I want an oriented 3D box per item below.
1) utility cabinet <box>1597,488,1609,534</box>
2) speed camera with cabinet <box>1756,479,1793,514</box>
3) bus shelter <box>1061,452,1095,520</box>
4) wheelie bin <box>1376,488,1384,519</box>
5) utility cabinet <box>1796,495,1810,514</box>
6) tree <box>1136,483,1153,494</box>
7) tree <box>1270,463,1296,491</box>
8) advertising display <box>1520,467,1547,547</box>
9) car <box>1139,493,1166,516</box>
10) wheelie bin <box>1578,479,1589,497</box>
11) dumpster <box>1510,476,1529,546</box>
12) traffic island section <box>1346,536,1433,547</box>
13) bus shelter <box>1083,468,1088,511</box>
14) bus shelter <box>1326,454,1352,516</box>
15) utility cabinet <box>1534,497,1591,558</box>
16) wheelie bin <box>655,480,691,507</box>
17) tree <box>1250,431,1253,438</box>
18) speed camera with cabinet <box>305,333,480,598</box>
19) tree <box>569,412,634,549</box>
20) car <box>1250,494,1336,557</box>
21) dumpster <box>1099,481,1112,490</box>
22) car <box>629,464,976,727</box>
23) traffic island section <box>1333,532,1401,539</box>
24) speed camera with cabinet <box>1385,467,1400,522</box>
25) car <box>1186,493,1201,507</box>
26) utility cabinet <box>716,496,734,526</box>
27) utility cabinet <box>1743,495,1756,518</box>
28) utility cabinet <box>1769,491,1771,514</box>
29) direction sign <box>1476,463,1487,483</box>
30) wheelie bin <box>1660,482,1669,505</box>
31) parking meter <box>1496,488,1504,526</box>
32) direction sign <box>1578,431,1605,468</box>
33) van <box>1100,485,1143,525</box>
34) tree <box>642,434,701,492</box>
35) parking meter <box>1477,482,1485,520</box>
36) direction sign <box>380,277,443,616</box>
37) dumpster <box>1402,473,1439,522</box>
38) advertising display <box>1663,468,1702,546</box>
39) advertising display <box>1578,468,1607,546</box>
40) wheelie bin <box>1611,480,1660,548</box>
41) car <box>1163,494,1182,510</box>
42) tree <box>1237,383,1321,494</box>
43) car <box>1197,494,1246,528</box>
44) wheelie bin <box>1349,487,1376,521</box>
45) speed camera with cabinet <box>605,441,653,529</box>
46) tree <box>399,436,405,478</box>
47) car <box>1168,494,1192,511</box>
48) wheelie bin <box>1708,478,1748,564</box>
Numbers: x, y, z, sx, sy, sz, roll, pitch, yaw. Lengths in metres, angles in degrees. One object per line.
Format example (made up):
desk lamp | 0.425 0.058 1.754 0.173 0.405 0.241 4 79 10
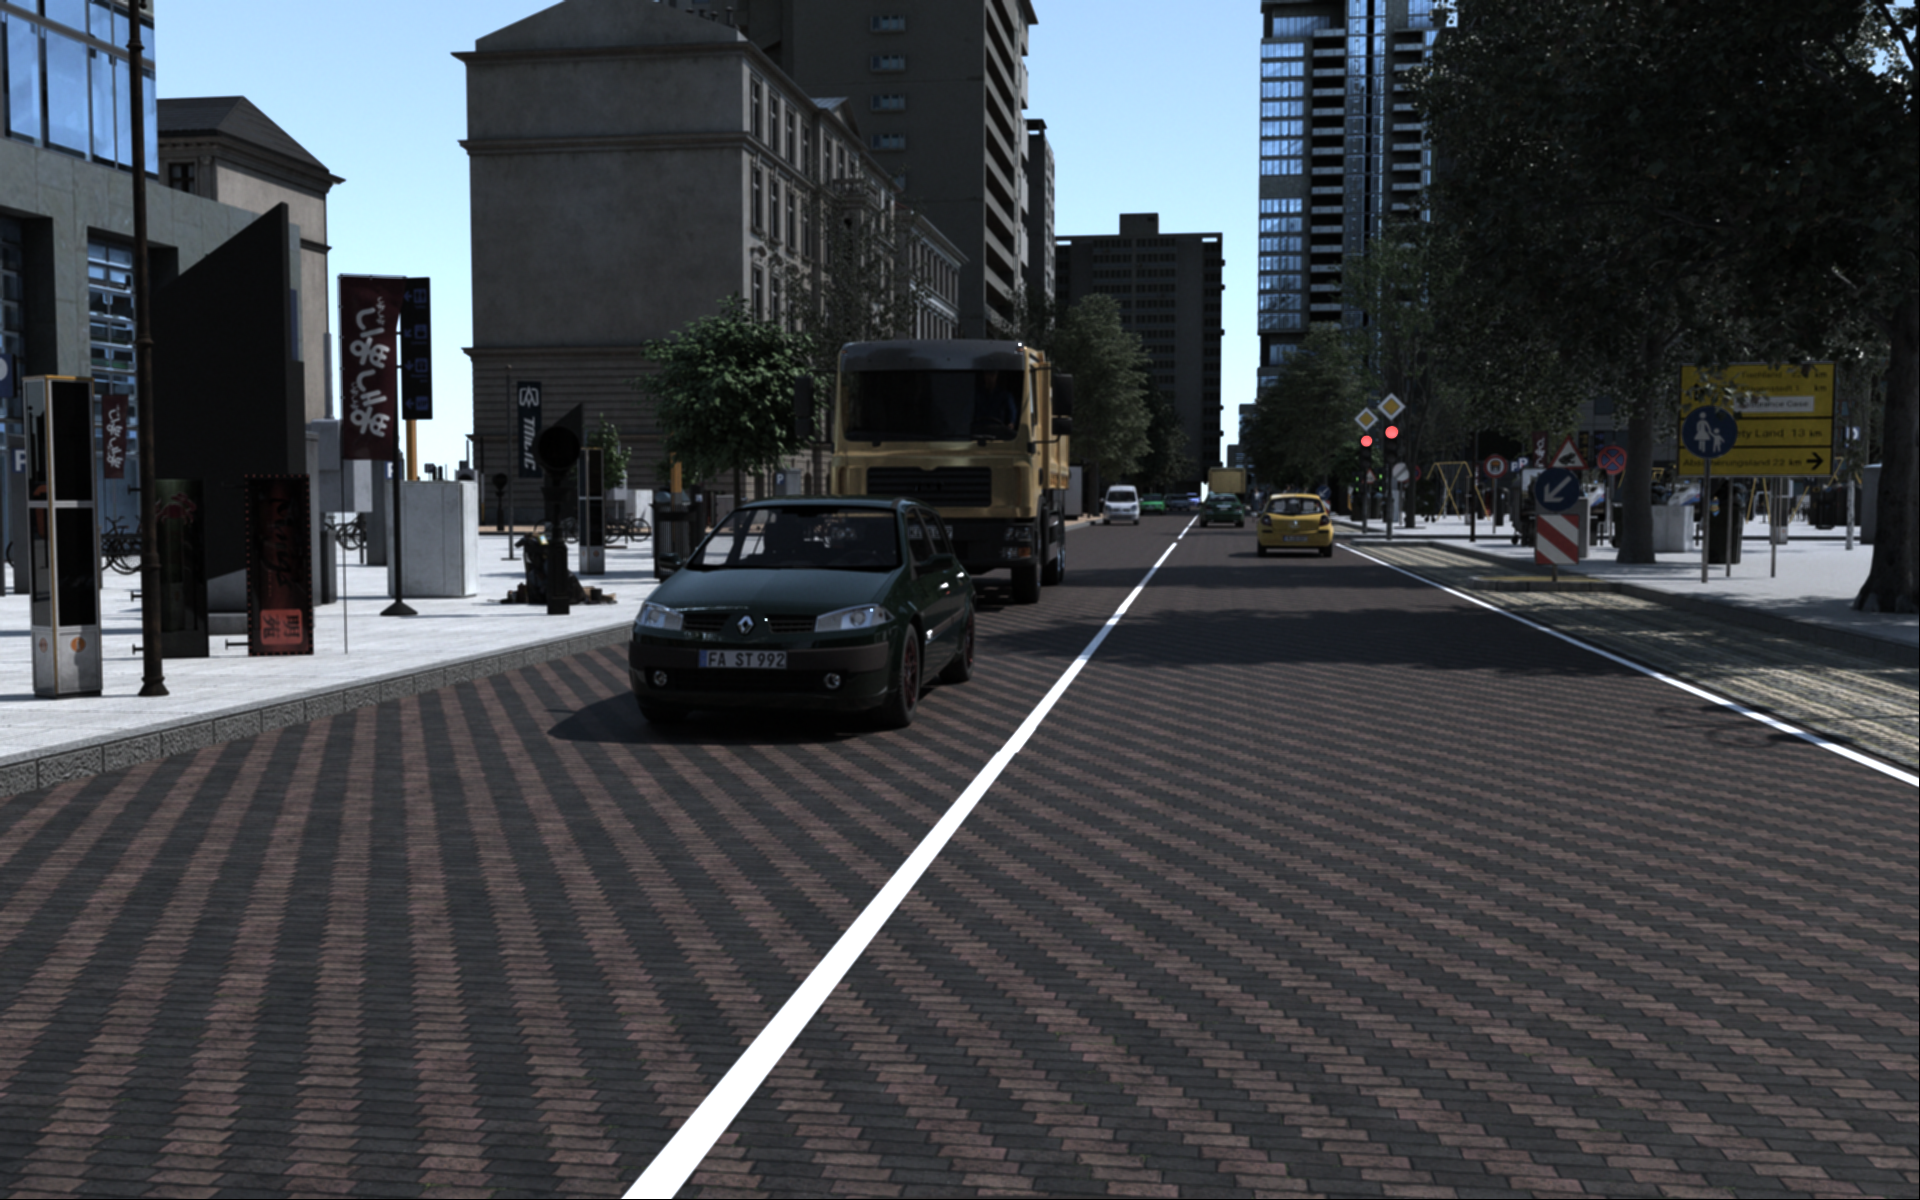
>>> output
utility cabinet | 20.098 -2.849 55.260 1.173 1.500 0.318 -1 4 -14
speed camera with cabinet | 51.470 -7.039 109.418 0.660 3.252 2.038 -3 5 -44
bus shelter | 5.553 -5.669 86.613 2.014 3.302 5.546 1 4 8
wheelie bin | 20.943 -4.868 87.505 0.980 1.594 0.693 3 5 41
utility cabinet | 55.287 -6.264 113.576 1.020 1.237 0.306 -2 4 -27
tree | 20.695 -14.532 187.964 4.360 8.622 3.978 0 3 0
tree | 31.165 -10.823 160.667 4.285 4.588 4.351 0 3 0
advertising display | 13.849 -2.228 41.647 0.123 1.923 0.974 -2 4 -24
car | 12.918 -6.593 116.590 1.959 1.807 4.718 1 4 9
wheelie bin | 13.098 -1.800 37.339 0.980 1.594 0.693 0 4 -7
dumpster | 14.537 -2.296 43.296 1.264 1.857 1.865 1 4 8
traffic island section | 11.936 -1.578 48.083 2.009 0.180 2.903 1 4 8
bus shelter | 9.132 -8.276 126.597 1.731 3.624 6.357 1 4 8
bus shelter | 22.889 -6.855 103.358 1.731 3.624 6.357 1 4 8
utility cabinet | 12.130 -1.451 34.891 1.020 1.237 0.306 2 4 32
wheelie bin | -6.640 -1.963 40.009 0.693 1.594 0.980 1 4 9
tree | 28.929 -14.202 150.325 7.486 12.596 7.792 0 3 0
speed camera with cabinet | -7.080 -1.664 21.538 2.038 3.252 0.660 0 4 4
tree | -8.517 -2.824 40.778 1.663 3.219 1.824 0 3 0
car | 7.852 -1.868 40.760 2.015 1.641 3.980 1 4 10
dumpster | 10.357 -7.403 123.527 1.502 2.255 1.985 1 4 8
car | -0.952 -0.135 12.001 2.009 1.686 4.222 1 4 8
traffic island section | 13.098 -2.061 55.983 2.009 0.180 2.903 1 4 8
speed camera with cabinet | 19.859 -5.214 79.577 0.660 3.252 2.038 1 4 11
car | 25.269 -10.967 188.897 1.945 1.707 3.694 0 4 7
utility cabinet | -9.038 -3.371 66.274 1.020 1.237 0.306 0 4 5
utility cabinet | 42.482 -5.047 93.681 1.020 1.237 0.306 0 4 -6
utility cabinet | 50.668 -6.043 107.480 0.318 1.500 1.173 0 4 -5
direction sign | 37.620 -8.139 125.068 0.876 3.537 0.379 1 4 17
wheelie bin | 18.505 -2.308 45.642 0.693 1.594 0.980 0 4 1
parking meter | 21.603 -3.731 69.420 0.372 1.533 0.369 0 3 0
direction sign | 22.644 -4.293 62.191 0.876 3.537 0.379 2 4 29
van | 7.566 -4.526 81.017 2.013 2.044 4.112 0 4 7
tree | -7.827 -3.302 48.583 1.663 3.219 1.824 0 3 0
parking meter | 26.246 -4.987 87.250 0.255 1.863 0.399 3 4 37
direction sign | -5.955 -1.607 18.275 0.876 3.537 0.379 1 4 15
dumpster | 20.968 -4.680 79.005 1.502 2.255 1.985 1 4 8
advertising display | 17.863 -2.302 42.853 0.974 1.923 0.123 0 4 -6
advertising display | 15.589 -2.296 42.755 0.974 1.923 0.123 -2 4 -33
wheelie bin | 15.909 -2.030 41.102 0.693 1.594 0.980 -1 4 -19
car | 19.174 -8.877 156.937 2.131 1.459 4.920 1 4 9
tree | 36.380 -17.642 195.103 9.857 13.997 8.962 0 3 0
car | 11.437 -3.908 75.693 2.131 1.459 4.920 0 4 6
wheelie bin | 18.814 -4.494 81.386 0.980 1.594 0.693 -1 4 -18
speed camera with cabinet | -12.455 -4.325 65.046 0.660 3.252 2.038 2 4 33
tree | -15.970 -3.293 48.440 1.663 3.219 1.824 0 3 0
car | 18.802 -8.335 148.274 2.014 1.417 4.499 0 4 7
wheelie bin | 14.119 -1.470 31.940 0.693 1.594 0.980 2 4 32
